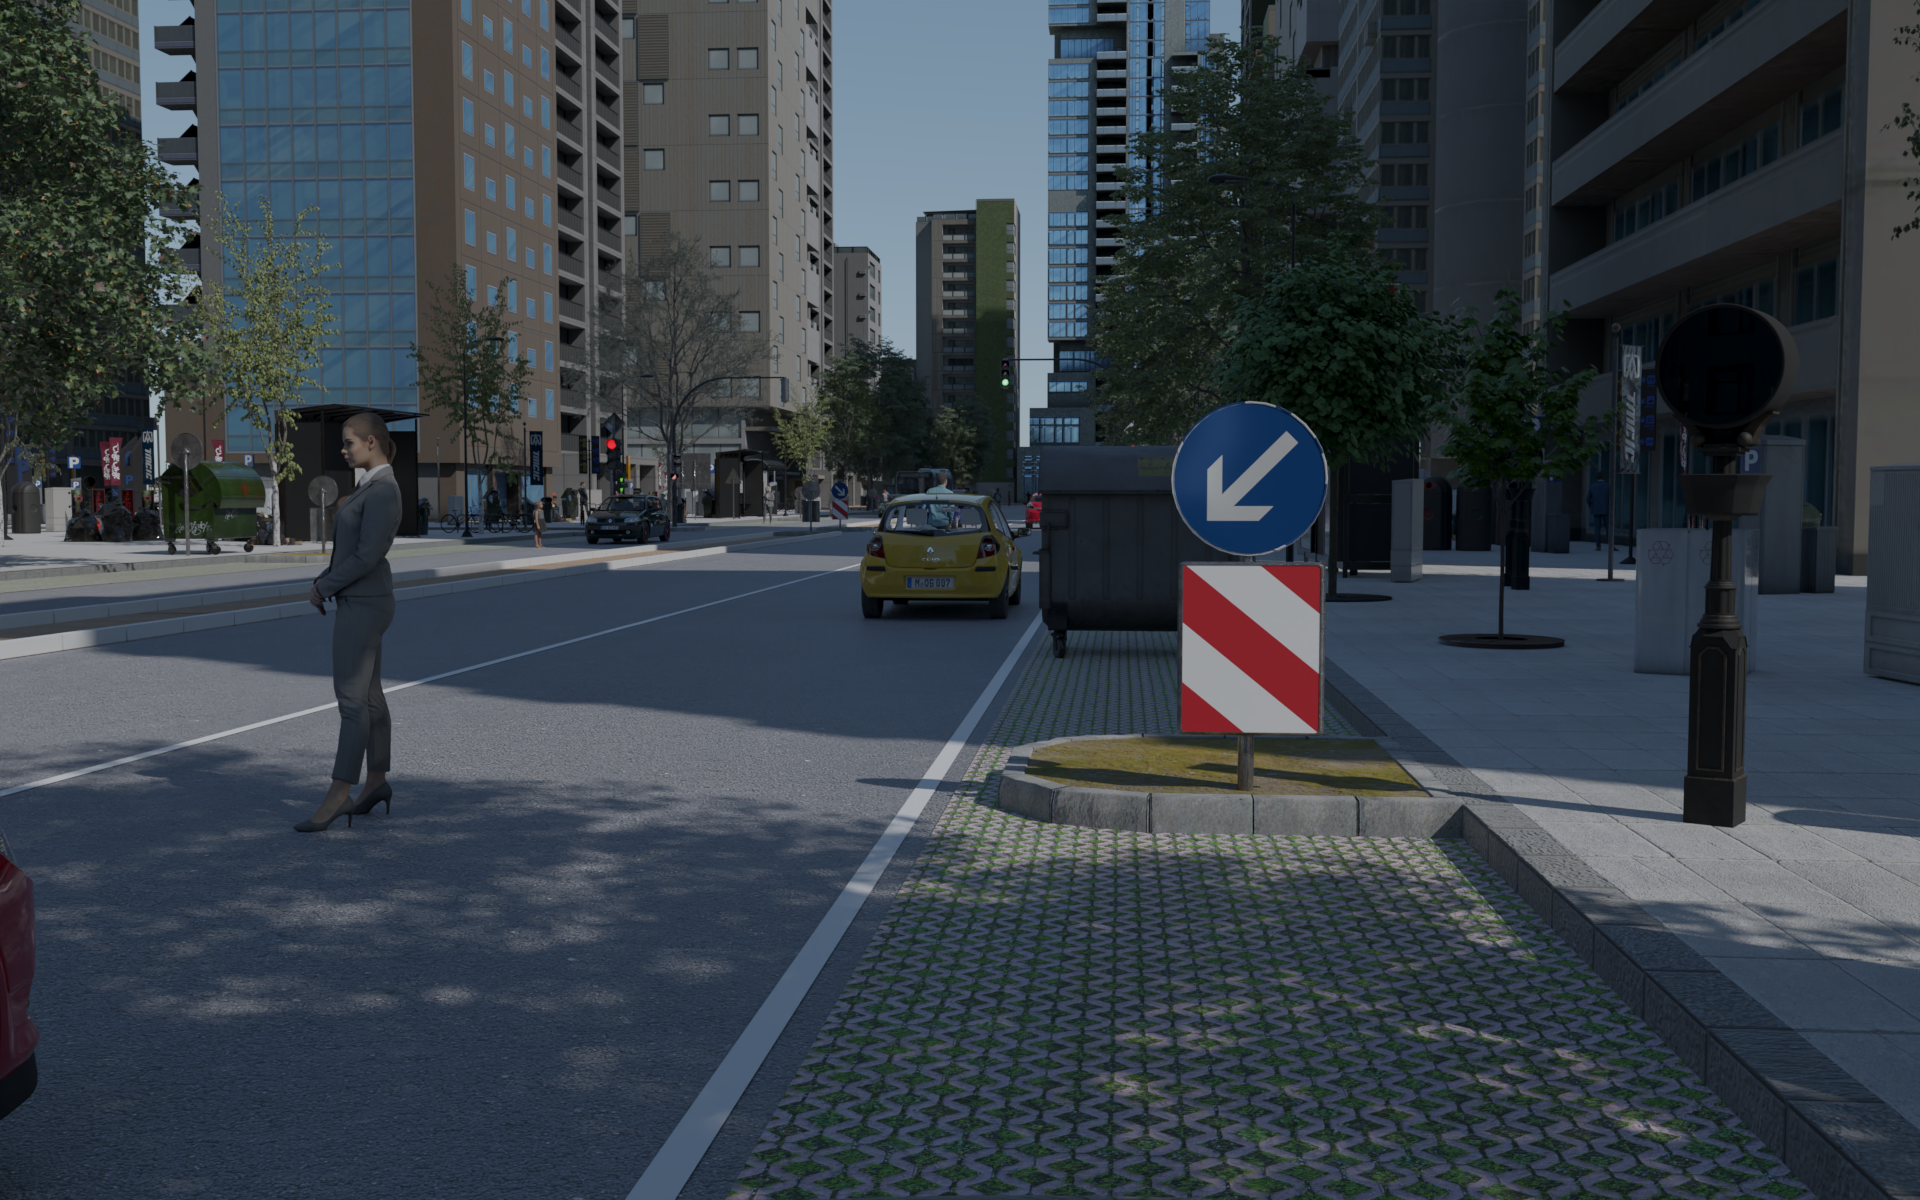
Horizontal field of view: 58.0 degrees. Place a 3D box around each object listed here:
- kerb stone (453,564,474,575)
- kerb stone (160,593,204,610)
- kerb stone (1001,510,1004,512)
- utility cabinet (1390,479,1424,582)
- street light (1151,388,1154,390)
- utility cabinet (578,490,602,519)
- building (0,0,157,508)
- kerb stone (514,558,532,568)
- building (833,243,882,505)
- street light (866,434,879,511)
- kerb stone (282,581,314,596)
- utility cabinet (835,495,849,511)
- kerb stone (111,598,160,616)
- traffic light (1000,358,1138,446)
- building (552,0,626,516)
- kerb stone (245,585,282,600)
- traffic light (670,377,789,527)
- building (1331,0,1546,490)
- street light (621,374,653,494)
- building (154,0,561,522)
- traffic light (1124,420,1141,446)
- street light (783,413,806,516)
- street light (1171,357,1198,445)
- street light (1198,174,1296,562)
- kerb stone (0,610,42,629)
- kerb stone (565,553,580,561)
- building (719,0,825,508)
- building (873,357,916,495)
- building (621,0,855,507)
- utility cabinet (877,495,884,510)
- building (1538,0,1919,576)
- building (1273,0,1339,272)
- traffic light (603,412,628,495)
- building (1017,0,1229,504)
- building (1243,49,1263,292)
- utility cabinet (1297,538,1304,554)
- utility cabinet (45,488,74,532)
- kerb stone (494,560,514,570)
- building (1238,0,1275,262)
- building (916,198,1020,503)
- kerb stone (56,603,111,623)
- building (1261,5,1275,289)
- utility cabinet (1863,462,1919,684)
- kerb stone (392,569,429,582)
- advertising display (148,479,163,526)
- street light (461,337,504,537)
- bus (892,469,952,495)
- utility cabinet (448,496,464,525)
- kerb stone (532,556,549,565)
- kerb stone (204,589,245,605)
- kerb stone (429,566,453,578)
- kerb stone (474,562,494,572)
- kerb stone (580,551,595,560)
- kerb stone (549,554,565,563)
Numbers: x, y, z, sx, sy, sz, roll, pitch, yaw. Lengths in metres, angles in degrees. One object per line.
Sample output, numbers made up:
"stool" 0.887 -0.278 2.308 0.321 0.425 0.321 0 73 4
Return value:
"kerb stone" -8.944 -0.526 30.845 0.120 0.150 1.000 0 4 5
"kerb stone" -9.809 0.033 21.664 0.120 0.150 1.000 0 4 5
"kerb stone" 3.467 -7.225 140.372 0.120 0.150 1.000 0 4 5
"utility cabinet" 6.580 -1.030 25.515 0.318 1.500 1.173 1 4 22
"street light" 9.072 -6.339 76.181 1.470 5.913 1.316 0 4 5
"utility cabinet" -19.088 -4.937 89.404 1.173 1.500 0.318 -1 4 -12
"building" -61.944 -24.726 96.148 23.993 40.220 32.217 0 4 5
"kerb stone" -8.658 -0.716 33.905 0.120 0.150 1.000 0 4 5
"building" -16.573 -26.408 203.479 14.107 30.474 14.160 0 4 5
"street light" -6.500 -9.760 132.113 1.470 5.913 1.316 0 4 5
"kerb stone" -9.514 -0.153 24.738 0.120 0.150 1.000 0 4 5
"utility cabinet" -8.774 -7.189 128.701 1.020 1.237 0.306 2 4 26
"kerb stone" -9.906 0.098 20.645 0.120 0.150 1.000 0 4 5
"traffic light" 3.743 -5.089 57.871 4.771 5.953 1.251 0 4 5
"building" -31.068 -41.224 112.258 20.563 71.187 20.611 0 4 5
"kerb stone" -9.618 -0.093 23.715 0.120 0.150 1.000 0 4 5
"traffic light" -9.012 -5.662 67.249 4.771 5.953 1.251 0 4 5
"building" 32.079 -24.216 87.812 23.993 40.220 32.217 0 4 5
"street light" -12.598 -5.804 67.440 1.470 5.913 1.316 0 4 5
"building" -28.800 -26.583 84.749 14.600 45.320 14.200 0 4 5
"traffic light" 6.582 -4.700 65.767 0.839 4.253 0.868 0 4 5
"street light" -9.512 -7.769 99.565 1.470 5.913 1.316 0 4 5
"street light" 7.374 -5.206 57.659 1.470 5.913 1.316 0 4 5
"street light" 4.292 -3.225 25.266 1.470 5.913 1.316 0 4 5
"kerb stone" -10.102 0.220 18.598 0.120 0.150 1.000 0 4 5
"kerb stone" -8.370 -0.903 36.963 0.120 0.150 1.000 0 4 5
"building" -27.976 -34.774 157.797 28.713 52.752 27.495 0 4 5
"building" -19.713 -24.784 250.264 28.899 21.520 27.650 0 4 5
"building" -21.907 -45.414 180.778 20.563 71.187 20.611 0 4 5
"utility cabinet" -6.395 -7.838 139.312 0.306 1.237 1.020 1 4 12
"building" 25.551 -25.159 35.049 21.300 48.544 21.600 0 4 5
"building" 36.404 -32.461 119.975 28.713 52.752 27.495 0 4 5
"traffic light" -11.851 -4.314 59.459 0.839 4.253 0.868 0 4 5
"building" 24.210 -56.861 242.355 31.000 86.520 22.319 0 4 5
"building" 39.077 -31.484 169.391 22.147 44.769 28.867 0 4 5
"utility cabinet" 7.602 -1.670 35.983 1.173 1.500 0.318 3 5 43
"utility cabinet" -30.579 -3.068 58.845 0.318 1.500 1.173 0 4 7
"kerb stone" -8.754 -0.654 32.887 0.120 0.150 1.000 0 4 5
"building" 40.004 -46.217 193.904 20.563 71.187 20.611 0 4 5
"building" 1.163 -34.160 242.117 14.086 41.232 14.154 0 4 5
"kerb stone" -10.001 0.159 19.620 0.120 0.150 1.000 0 4 5
"building" 32.781 -28.435 148.503 14.154 41.232 14.086 0 4 5
"utility cabinet" 6.515 -0.178 11.586 0.318 1.500 1.173 0 4 -1
"kerb stone" -9.132 -0.404 28.808 0.120 0.150 1.000 0 4 5
"advertising display" -32.517 -3.997 70.571 0.974 1.923 0.123 -2 4 -28
"street light" -14.151 -4.821 51.371 1.470 5.913 1.316 0 4 5
"bus" -2.507 -7.800 122.393 2.948 3.499 13.247 0 4 6
"utility cabinet" -20.757 -3.681 71.346 0.306 1.237 1.020 0 4 5
"kerb stone" -8.558 -0.776 34.922 0.120 0.150 1.000 0 4 5
"kerb stone" -9.710 -0.030 22.684 0.120 0.150 1.000 0 4 5
"kerb stone" -9.035 -0.464 29.827 0.120 0.150 1.000 0 4 5
"kerb stone" -8.851 -0.588 31.863 0.120 0.150 1.000 0 4 5
"kerb stone" -8.277 -0.966 37.984 0.120 0.150 1.000 0 4 5
"kerb stone" -8.462 -0.839 35.939 0.120 0.150 1.000 0 4 5
